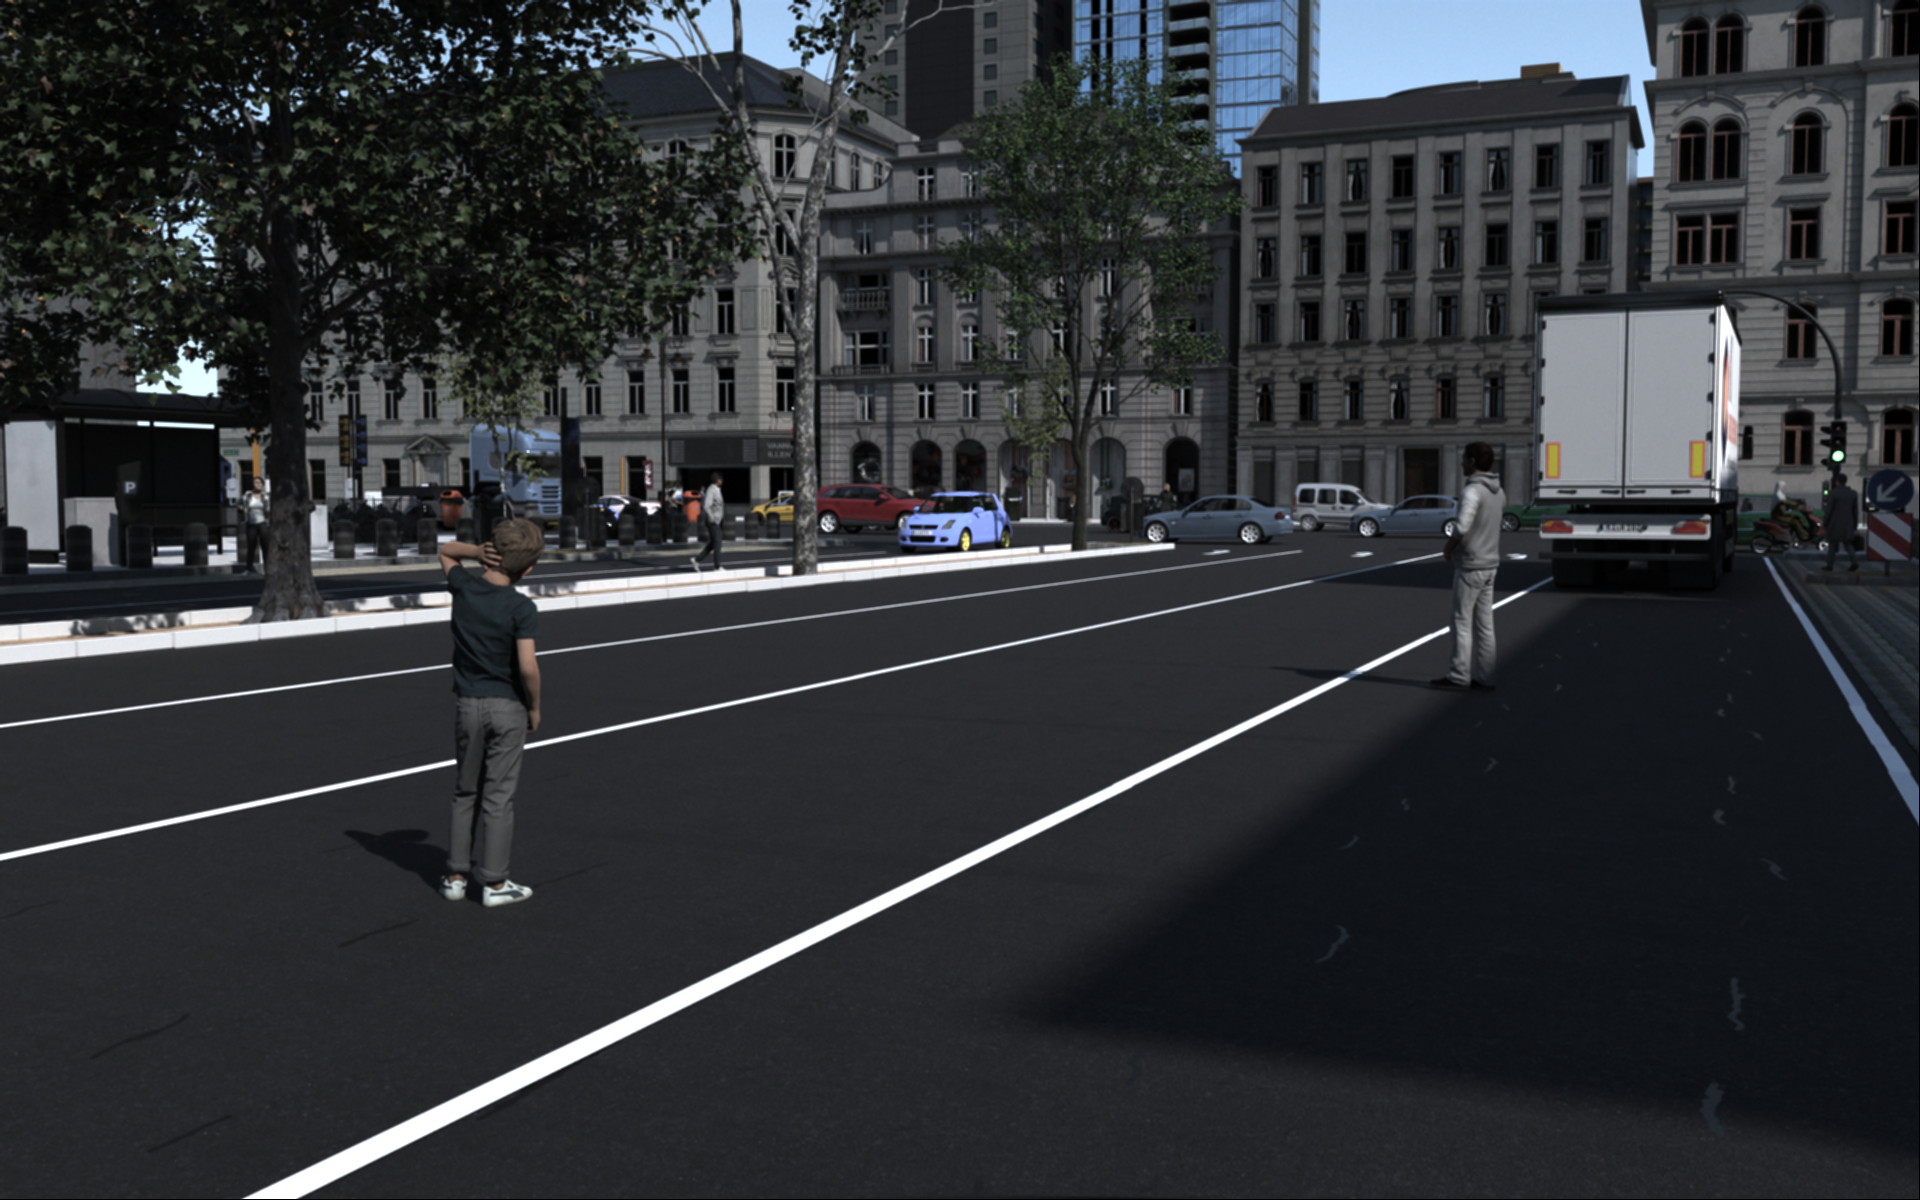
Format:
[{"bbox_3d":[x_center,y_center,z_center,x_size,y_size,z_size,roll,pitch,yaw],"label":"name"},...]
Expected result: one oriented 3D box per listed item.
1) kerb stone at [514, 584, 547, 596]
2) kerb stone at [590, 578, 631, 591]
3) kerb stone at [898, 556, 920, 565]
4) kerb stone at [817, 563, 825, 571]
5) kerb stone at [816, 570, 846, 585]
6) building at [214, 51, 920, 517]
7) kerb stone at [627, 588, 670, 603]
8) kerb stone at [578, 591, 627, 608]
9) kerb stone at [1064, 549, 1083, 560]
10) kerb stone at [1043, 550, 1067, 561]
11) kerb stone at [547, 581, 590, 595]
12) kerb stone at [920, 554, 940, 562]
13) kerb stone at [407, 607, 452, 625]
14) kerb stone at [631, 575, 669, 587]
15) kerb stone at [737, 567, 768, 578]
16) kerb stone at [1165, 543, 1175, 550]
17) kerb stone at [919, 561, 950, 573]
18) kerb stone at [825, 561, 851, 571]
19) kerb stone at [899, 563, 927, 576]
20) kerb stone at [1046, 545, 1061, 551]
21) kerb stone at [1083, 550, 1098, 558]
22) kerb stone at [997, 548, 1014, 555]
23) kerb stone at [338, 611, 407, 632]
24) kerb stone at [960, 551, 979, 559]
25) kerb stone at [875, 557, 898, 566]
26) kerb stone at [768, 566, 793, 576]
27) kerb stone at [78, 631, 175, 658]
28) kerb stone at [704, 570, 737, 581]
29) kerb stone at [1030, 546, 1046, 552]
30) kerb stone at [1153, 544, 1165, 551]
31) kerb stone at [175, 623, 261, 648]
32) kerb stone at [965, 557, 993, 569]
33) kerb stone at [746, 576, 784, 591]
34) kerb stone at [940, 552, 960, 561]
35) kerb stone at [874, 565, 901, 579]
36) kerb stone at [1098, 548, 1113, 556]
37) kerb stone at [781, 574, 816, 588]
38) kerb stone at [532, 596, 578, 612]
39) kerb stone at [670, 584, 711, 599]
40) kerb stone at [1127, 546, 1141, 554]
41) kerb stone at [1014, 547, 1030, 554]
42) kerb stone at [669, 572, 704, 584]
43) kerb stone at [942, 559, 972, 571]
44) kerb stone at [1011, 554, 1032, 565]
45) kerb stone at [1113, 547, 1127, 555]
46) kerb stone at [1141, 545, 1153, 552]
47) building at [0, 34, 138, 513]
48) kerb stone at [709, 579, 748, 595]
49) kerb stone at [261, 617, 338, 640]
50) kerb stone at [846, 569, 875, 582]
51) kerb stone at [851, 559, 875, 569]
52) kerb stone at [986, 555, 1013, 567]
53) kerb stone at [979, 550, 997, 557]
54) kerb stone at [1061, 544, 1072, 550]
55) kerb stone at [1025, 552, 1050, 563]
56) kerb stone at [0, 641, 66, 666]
[{"bbox_3d":[-6.130,-0.111,24.018,0.120,0.150,1.000,2,4,24],"label":"kerb stone"},{"bbox_3d":[-5.306,-0.227,25.905,0.120,0.150,1.000,2,4,24],"label":"kerb stone"},{"bbox_3d":[-1.127,-0.803,35.329,0.120,0.150,1.000,2,4,24],"label":"kerb stone"},{"bbox_3d":[-2.804,-0.562,31.548,0.120,0.150,1.000,2,4,24],"label":"kerb stone"},{"bbox_3d":[-2.160,-0.340,27.823,0.120,0.150,1.000,2,4,24],"label":"kerb stone"},{"bbox_3d":[-25.584,-20.460,110.935,44.131,29.872,17.030,2,4,24],"label":"building"},{"bbox_3d":[-4.234,-0.055,23.121,0.120,0.150,1.000,2,4,24],"label":"kerb stone"},{"bbox_3d":[-4.645,0.005,22.180,0.120,0.150,1.000,2,4,24],"label":"kerb stone"},{"bbox_3d":[2.431,-0.979,38.205,0.120,0.150,1.000,2,4,24],"label":"kerb stone"},{"bbox_3d":[2.018,-0.921,37.259,0.120,0.150,1.000,2,4,24],"label":"kerb stone"},{"bbox_3d":[-5.713,-0.169,24.958,0.120,0.150,1.000,2,4,24],"label":"kerb stone"},{"bbox_3d":[-0.725,-0.856,36.274,0.120,0.150,1.000,2,4,24],"label":"kerb stone"},{"bbox_3d":[-5.901,0.176,19.367,0.120,0.150,1.000,2,4,24],"label":"kerb stone"},{"bbox_3d":[-4.887,-0.283,26.842,0.120,0.150,1.000,2,4,24],"label":"kerb stone"},{"bbox_3d":[-3.639,-0.456,29.657,0.120,0.150,1.000,2,4,24],"label":"kerb stone"},{"bbox_3d":[5.347,-1.383,44.801,0.120,0.150,1.000,2,4,24],"label":"kerb stone"},{"bbox_3d":[-0.486,-0.576,31.611,0.120,0.150,1.000,2,4,24],"label":"kerb stone"},{"bbox_3d":[-2.385,-0.629,32.495,0.120,0.150,1.000,2,4,24],"label":"kerb stone"},{"bbox_3d":[-0.901,-0.518,30.664,0.120,0.150,1.000,2,4,24],"label":"kerb stone"},{"bbox_3d":[2.197,-1.264,42.868,0.120,0.150,1.000,2,4,24],"label":"kerb stone"},{"bbox_3d":[2.845,-1.037,39.144,0.120,0.150,1.000,2,4,24],"label":"kerb stone"},{"bbox_3d":[0.947,-1.091,40.035,0.120,0.150,1.000,2,4,24],"label":"kerb stone"},{"bbox_3d":[-6.311,0.231,18.426,0.120,0.150,1.000,2,4,24],"label":"kerb stone"},{"bbox_3d":[0.110,-0.976,38.155,0.120,0.150,1.000,2,4,24],"label":"kerb stone"},{"bbox_3d":[-1.553,-0.740,34.385,0.120,0.150,1.000,2,4,24],"label":"kerb stone"},{"bbox_3d":[-3.221,-0.514,30.605,0.120,0.150,1.000,2,4,24],"label":"kerb stone"},{"bbox_3d":[-7.557,0.406,15.610,0.120,0.150,1.000,2,4,24],"label":"kerb stone"},{"bbox_3d":[-4.050,-0.399,28.717,0.120,0.150,1.000,2,4,24],"label":"kerb stone"},{"bbox_3d":[1.784,-1.207,41.929,0.120,0.150,1.000,2,4,24],"label":"kerb stone"},{"bbox_3d":[4.928,-1.324,43.864,0.120,0.150,1.000,2,4,24],"label":"kerb stone"},{"bbox_3d":[-7.134,0.346,16.545,0.120,0.150,1.000,2,4,24],"label":"kerb stone"},{"bbox_3d":[0.346,-0.691,33.488,0.120,0.150,1.000,2,4,24],"label":"kerb stone"},{"bbox_3d":[-2.976,-0.229,25.936,0.120,0.150,1.000,2,4,24],"label":"kerb stone"},{"bbox_3d":[-0.308,-0.918,37.212,0.120,0.150,1.000,2,4,24],"label":"kerb stone"},{"bbox_3d":[-1.319,-0.460,29.712,0.120,0.150,1.000,2,4,24],"label":"kerb stone"},{"bbox_3d":[3.261,-1.093,40.092,0.120,0.150,1.000,2,4,24],"label":"kerb stone"},{"bbox_3d":[-2.564,-0.286,26.879,0.120,0.150,1.000,2,4,24],"label":"kerb stone"},{"bbox_3d":[-5.066,0.058,21.242,0.120,0.150,1.000,2,4,24],"label":"kerb stone"},{"bbox_3d":[-3.817,-0.107,24.060,0.120,0.150,1.000,2,4,24],"label":"kerb stone"},{"bbox_3d":[4.102,-1.210,41.975,0.120,0.150,1.000,2,4,24],"label":"kerb stone"},{"bbox_3d":[1.369,-1.149,40.990,0.120,0.150,1.000,2,4,24],"label":"kerb stone"},{"bbox_3d":[-4.475,-0.341,27.782,0.120,0.150,1.000,2,4,24],"label":"kerb stone"},{"bbox_3d":[-0.074,-0.633,32.551,0.120,0.150,1.000,2,4,24],"label":"kerb stone"},{"bbox_3d":[1.181,-0.806,35.375,0.120,0.150,1.000,2,4,24],"label":"kerb stone"},{"bbox_3d":[3.682,-1.150,41.032,0.120,0.150,1.000,2,4,24],"label":"kerb stone"},{"bbox_3d":[4.519,-1.266,42.923,0.120,0.150,1.000,2,4,24],"label":"kerb stone"},{"bbox_3d":[-32.310,-13.683,41.741,19.932,24.808,12.078,2,4,24],"label":"building"},{"bbox_3d":[-3.404,-0.171,24.999,0.120,0.150,1.000,2,4,24],"label":"kerb stone"},{"bbox_3d":[-6.724,0.288,17.486,0.120,0.150,1.000,2,4,24],"label":"kerb stone"},{"bbox_3d":[-1.732,-0.401,28.769,0.120,0.150,1.000,2,4,24],"label":"kerb stone"},{"bbox_3d":[-1.976,-0.682,33.440,0.120,0.150,1.000,2,4,24],"label":"kerb stone"},{"bbox_3d":[0.761,-0.748,34.427,0.120,0.150,1.000,2,4,24],"label":"kerb stone"},{"bbox_3d":[0.537,-1.028,39.089,0.120,0.150,1.000,2,4,24],"label":"kerb stone"},{"bbox_3d":[2.608,-1.318,43.810,0.120,0.150,1.000,2,4,24],"label":"kerb stone"},{"bbox_3d":[1.601,-0.863,36.312,0.120,0.150,1.000,2,4,24],"label":"kerb stone"},{"bbox_3d":[-7.976,0.460,14.673,0.120,0.150,1.000,2,4,24],"label":"kerb stone"}]
